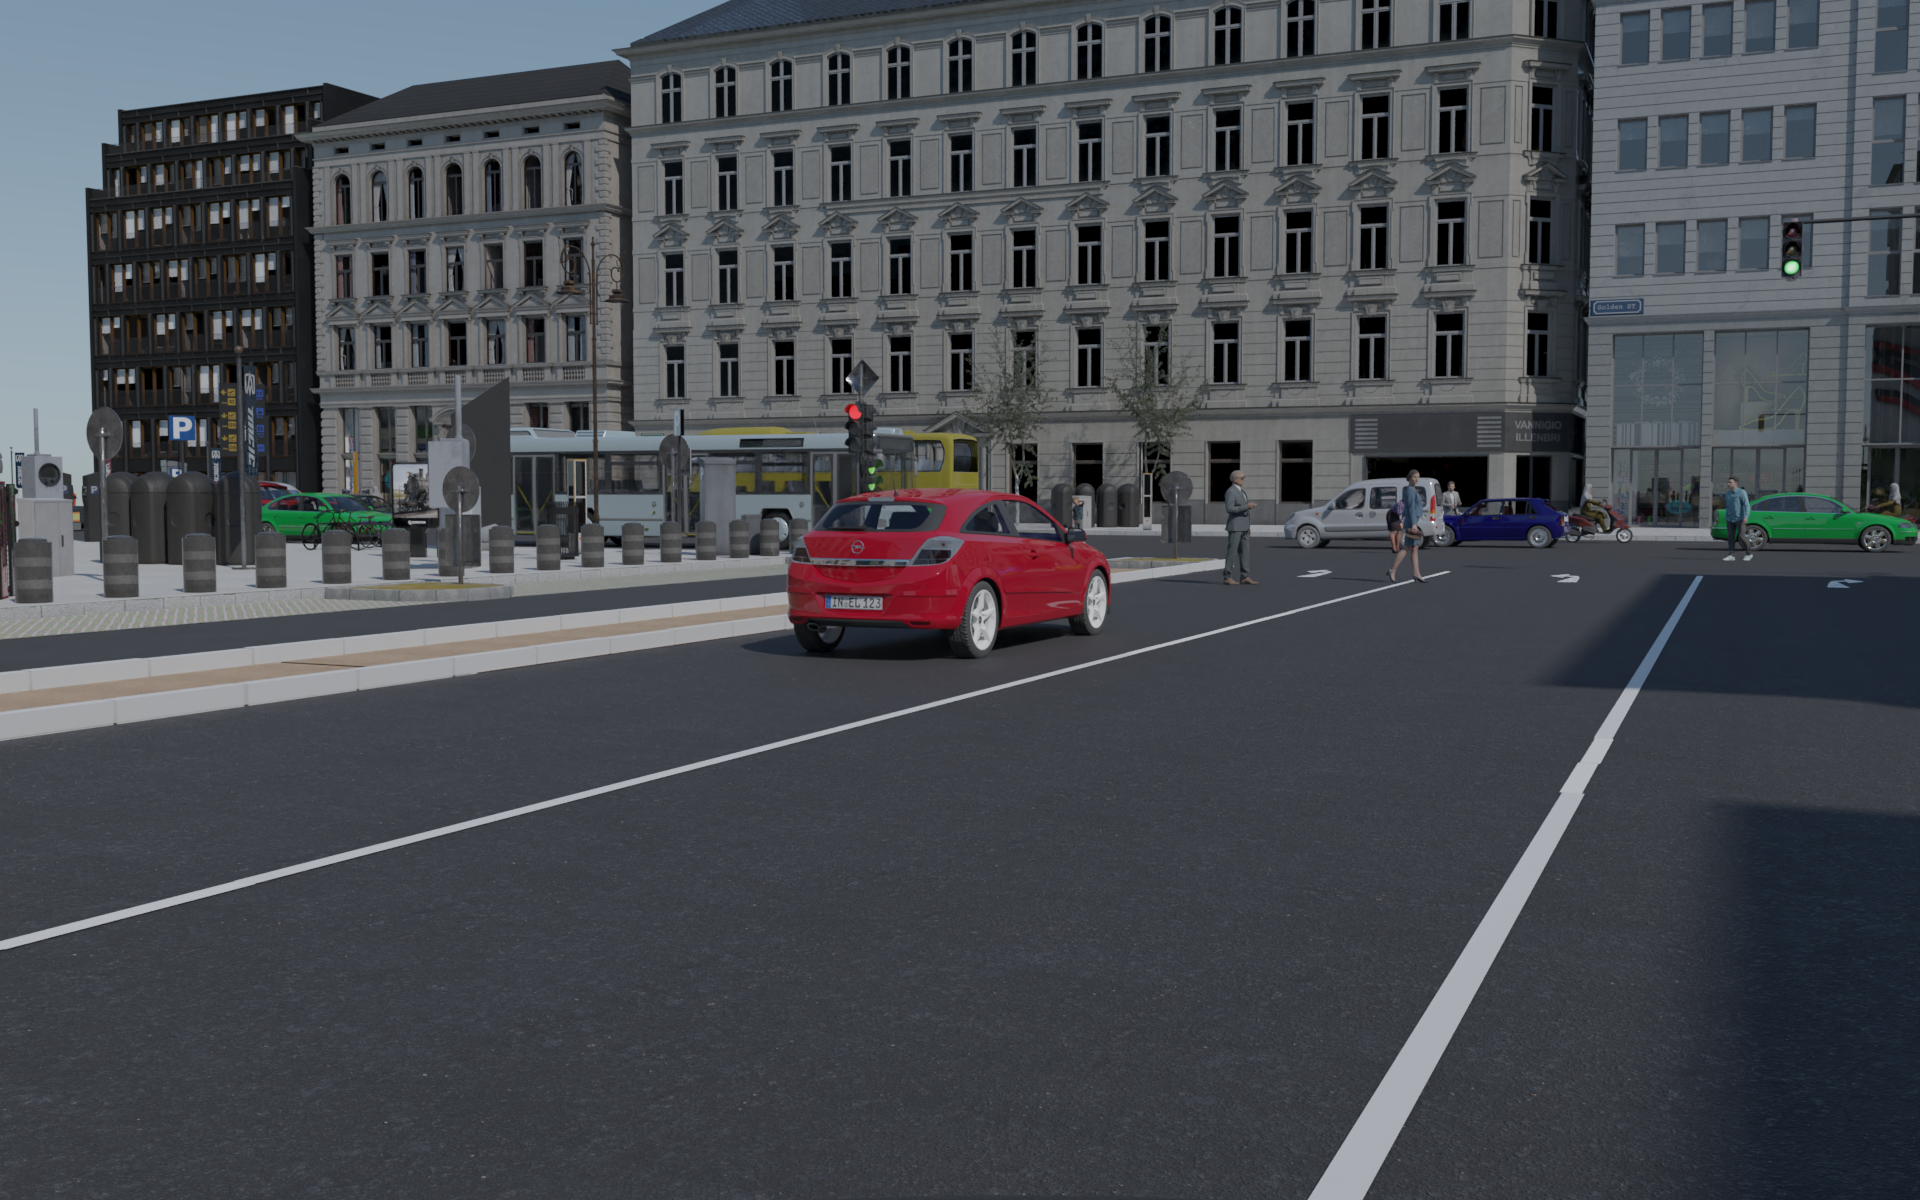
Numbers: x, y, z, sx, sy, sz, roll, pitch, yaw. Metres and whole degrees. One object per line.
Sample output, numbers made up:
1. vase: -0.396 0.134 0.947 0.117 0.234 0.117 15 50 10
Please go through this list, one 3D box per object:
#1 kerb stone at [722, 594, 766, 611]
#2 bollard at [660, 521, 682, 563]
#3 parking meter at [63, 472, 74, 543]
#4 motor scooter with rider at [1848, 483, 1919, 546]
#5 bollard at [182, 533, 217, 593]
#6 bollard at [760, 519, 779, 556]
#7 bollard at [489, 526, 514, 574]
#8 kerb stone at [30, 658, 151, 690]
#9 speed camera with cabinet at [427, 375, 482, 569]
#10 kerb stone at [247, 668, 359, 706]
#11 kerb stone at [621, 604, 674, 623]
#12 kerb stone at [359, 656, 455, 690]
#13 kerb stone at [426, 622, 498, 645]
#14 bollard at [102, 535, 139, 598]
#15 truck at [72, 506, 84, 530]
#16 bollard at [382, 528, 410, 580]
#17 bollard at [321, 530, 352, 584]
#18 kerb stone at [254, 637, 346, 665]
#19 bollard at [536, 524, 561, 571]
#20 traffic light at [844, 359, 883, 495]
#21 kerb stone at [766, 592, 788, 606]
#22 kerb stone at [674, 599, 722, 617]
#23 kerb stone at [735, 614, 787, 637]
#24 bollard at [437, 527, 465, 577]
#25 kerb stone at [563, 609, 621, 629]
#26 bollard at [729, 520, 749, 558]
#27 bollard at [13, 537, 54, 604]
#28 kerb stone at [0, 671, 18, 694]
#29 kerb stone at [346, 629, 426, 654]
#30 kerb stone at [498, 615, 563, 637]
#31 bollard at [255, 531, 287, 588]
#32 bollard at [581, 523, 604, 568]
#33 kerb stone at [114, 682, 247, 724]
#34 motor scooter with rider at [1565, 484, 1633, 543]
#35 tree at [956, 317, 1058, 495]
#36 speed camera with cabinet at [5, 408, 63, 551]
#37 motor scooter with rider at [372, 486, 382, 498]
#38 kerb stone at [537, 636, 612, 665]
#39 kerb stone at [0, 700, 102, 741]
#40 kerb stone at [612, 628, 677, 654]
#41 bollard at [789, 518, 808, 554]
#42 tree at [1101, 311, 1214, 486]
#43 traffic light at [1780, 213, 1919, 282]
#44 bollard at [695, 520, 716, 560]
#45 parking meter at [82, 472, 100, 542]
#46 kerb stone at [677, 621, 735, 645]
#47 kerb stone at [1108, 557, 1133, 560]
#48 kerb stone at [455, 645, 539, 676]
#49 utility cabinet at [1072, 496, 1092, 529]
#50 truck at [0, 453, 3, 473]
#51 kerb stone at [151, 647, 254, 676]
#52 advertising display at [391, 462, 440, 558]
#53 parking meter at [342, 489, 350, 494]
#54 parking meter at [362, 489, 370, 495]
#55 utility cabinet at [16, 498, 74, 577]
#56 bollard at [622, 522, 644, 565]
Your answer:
1. kerb stone: -2.741 0.044 21.471 0.120 0.150 1.000 2 4 24
2. bollard: -5.436 -1.090 32.545 0.404 0.777 0.398 0 3 0
3. parking meter: -22.076 -2.263 42.711 0.399 1.863 0.255 -1 4 -21
4. motor scooter with rider: 25.820 -2.416 48.474 1.986 1.779 0.876 2 4 24
5. bollard: -9.945 -0.485 22.646 0.404 0.777 0.398 0 3 0
6. bollard: -3.940 -1.292 35.835 0.404 0.777 0.398 0 3 0
7. bollard: -7.448 -0.820 28.130 0.404 0.777 0.398 0 3 0
8. kerb stone: -6.583 0.559 13.052 0.120 0.150 1.000 2 4 24
9. speed camera with cabinet: -8.640 -2.157 29.610 0.660 3.252 2.038 0 4 -7
10. kerb stone: -4.663 0.613 12.197 0.120 0.150 1.000 2 4 24
11. kerb stone: -3.597 0.159 19.607 0.120 0.150 1.000 2 4 24
12. kerb stone: -4.237 0.556 13.134 0.120 0.150 1.000 2 4 24
13. kerb stone: -4.880 0.331 16.785 0.120 0.150 1.000 2 4 24
14. bollard: -10.444 -0.418 21.552 0.404 0.777 0.398 0 3 0
15. truck: -42.240 -4.964 70.923 18.799 4.110 2.967 2 4 26
16. bollard: -8.446 -0.686 25.938 0.404 0.777 0.398 0 3 0
17. bollard: -8.943 -0.619 24.843 0.404 0.777 0.398 0 3 0
18. kerb stone: -5.729 0.446 14.918 0.120 0.150 1.000 2 4 24
19. bollard: -6.947 -0.887 29.223 0.404 0.777 0.398 0 3 0
20. traffic light: -2.047 -2.886 36.113 0.839 4.253 0.868 2 4 24
21. kerb stone: -2.311 -0.013 22.418 0.120 0.150 1.000 2 4 24
22. kerb stone: -3.173 0.101 20.540 0.120 0.150 1.000 2 4 24
23. kerb stone: -2.113 0.268 17.810 0.120 0.150 1.000 2 4 24
24. bollard: -7.944 -0.753 27.035 0.404 0.777 0.398 0 3 0
25. kerb stone: -4.027 0.216 18.667 0.120 0.150 1.000 2 4 24
26. bollard: -4.433 -1.225 34.738 0.404 0.777 0.398 0 3 0
27. bollard: -10.941 -0.351 20.453 0.404 0.777 0.398 0 3 0
28. kerb stone: -7.006 0.619 12.118 0.120 0.150 1.000 2 4 24
29. kerb stone: -5.306 0.392 15.852 0.120 0.150 1.000 2 4 24
30. kerb stone: -4.449 0.274 17.716 0.120 0.150 1.000 2 4 24
31. bollard: -9.447 -0.552 23.741 0.404 0.777 0.398 0 3 0
32. bollard: -6.437 -0.955 30.339 0.404 0.777 0.398 0 3 0
33. kerb stone: -5.092 0.669 11.253 0.120 0.150 1.000 2 4 24
34. motor scooter with rider: 18.653 -2.553 50.712 1.986 1.779 0.876 1 4 23
35. tree: 2.205 -7.390 71.192 4.360 8.622 3.978 0 3 0
36. speed camera with cabinet: -21.513 -2.755 39.372 0.660 3.252 2.038 2 4 30
37. motor scooter with rider: -22.140 -3.439 65.189 1.986 1.779 0.876 2 4 26
38. kerb stone: -3.389 0.439 15.010 0.120 0.150 1.000 2 4 24
39. kerb stone: -5.518 0.726 10.320 0.120 0.150 1.000 2 4 24
40. kerb stone: -2.962 0.388 15.944 0.120 0.150 1.000 2 4 24
41. bollard: -3.438 -1.359 36.930 0.404 0.777 0.398 0 3 0
42. tree: 7.859 -7.333 70.263 4.360 8.622 3.978 0 3 0
43. traffic light: 15.784 -3.255 27.890 4.771 5.953 1.251 2 4 24
44. bollard: -4.934 -1.157 33.638 0.404 0.777 0.398 0 3 0
45. parking meter: -23.250 -2.487 46.368 0.255 1.863 0.399 2 4 34
46. kerb stone: -2.540 0.325 16.878 0.120 0.150 1.000 2 4 24
47. kerb stone: 3.227 -0.758 34.594 0.120 0.150 1.000 2 4 24
48. kerb stone: -3.812 0.500 14.073 0.120 0.150 1.000 2 4 24
49. utility cabinet: 4.531 -3.251 64.311 0.306 1.237 1.020 2 4 31
50. truck: -39.552 -4.220 58.763 18.799 4.110 2.967 2 4 24
51. kerb stone: -6.157 0.509 13.986 0.120 0.150 1.000 2 4 24
52. advertising display: -10.963 -1.818 34.942 0.974 1.923 0.123 0 4 3
53. parking meter: -28.726 -4.445 81.085 0.372 1.533 0.369 0 3 0
54. parking meter: -29.656 -4.773 86.456 0.372 1.533 0.369 0 3 0
55. utility cabinet: -14.107 -0.954 26.757 0.306 1.237 1.020 0 4 3
56. bollard: -5.937 -1.023 31.438 0.404 0.777 0.398 0 3 0
